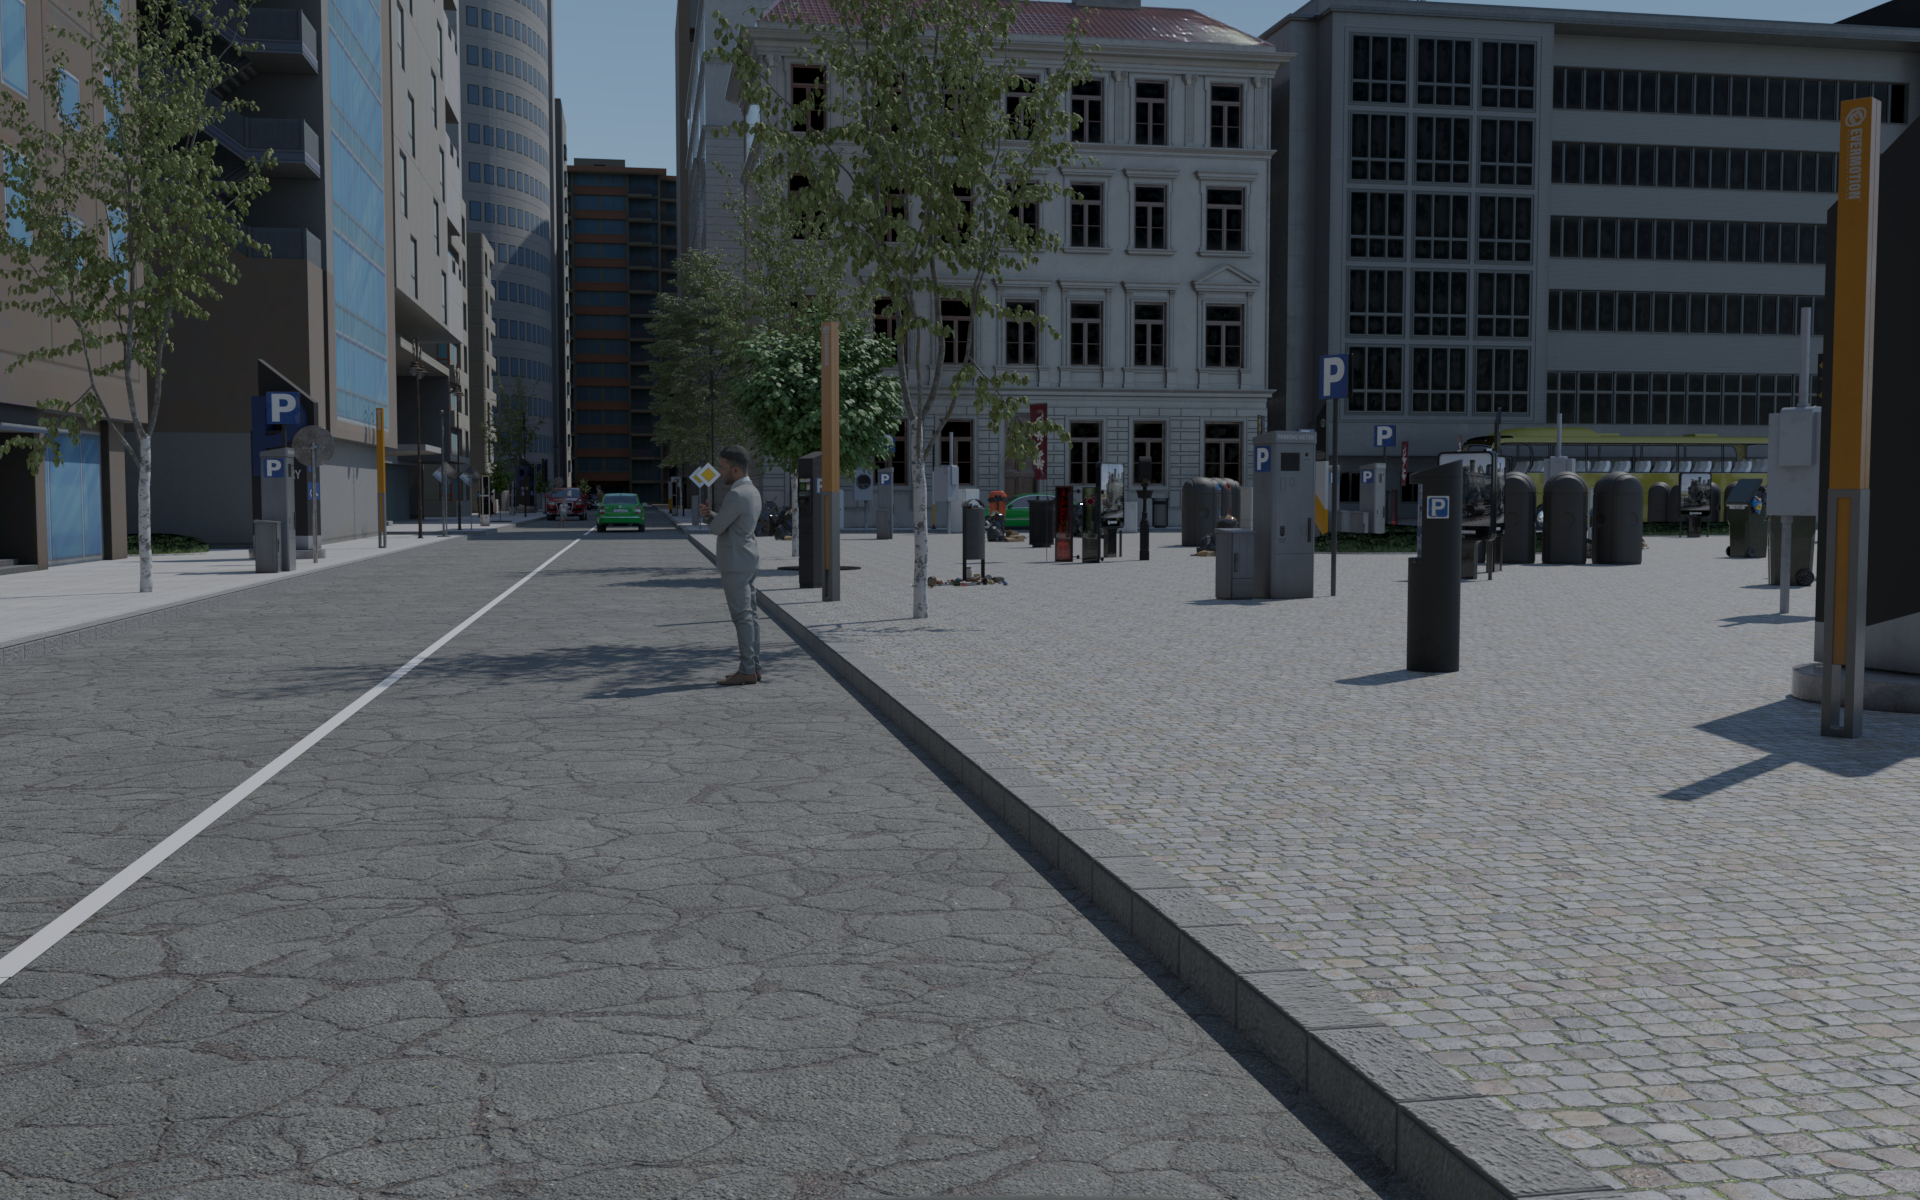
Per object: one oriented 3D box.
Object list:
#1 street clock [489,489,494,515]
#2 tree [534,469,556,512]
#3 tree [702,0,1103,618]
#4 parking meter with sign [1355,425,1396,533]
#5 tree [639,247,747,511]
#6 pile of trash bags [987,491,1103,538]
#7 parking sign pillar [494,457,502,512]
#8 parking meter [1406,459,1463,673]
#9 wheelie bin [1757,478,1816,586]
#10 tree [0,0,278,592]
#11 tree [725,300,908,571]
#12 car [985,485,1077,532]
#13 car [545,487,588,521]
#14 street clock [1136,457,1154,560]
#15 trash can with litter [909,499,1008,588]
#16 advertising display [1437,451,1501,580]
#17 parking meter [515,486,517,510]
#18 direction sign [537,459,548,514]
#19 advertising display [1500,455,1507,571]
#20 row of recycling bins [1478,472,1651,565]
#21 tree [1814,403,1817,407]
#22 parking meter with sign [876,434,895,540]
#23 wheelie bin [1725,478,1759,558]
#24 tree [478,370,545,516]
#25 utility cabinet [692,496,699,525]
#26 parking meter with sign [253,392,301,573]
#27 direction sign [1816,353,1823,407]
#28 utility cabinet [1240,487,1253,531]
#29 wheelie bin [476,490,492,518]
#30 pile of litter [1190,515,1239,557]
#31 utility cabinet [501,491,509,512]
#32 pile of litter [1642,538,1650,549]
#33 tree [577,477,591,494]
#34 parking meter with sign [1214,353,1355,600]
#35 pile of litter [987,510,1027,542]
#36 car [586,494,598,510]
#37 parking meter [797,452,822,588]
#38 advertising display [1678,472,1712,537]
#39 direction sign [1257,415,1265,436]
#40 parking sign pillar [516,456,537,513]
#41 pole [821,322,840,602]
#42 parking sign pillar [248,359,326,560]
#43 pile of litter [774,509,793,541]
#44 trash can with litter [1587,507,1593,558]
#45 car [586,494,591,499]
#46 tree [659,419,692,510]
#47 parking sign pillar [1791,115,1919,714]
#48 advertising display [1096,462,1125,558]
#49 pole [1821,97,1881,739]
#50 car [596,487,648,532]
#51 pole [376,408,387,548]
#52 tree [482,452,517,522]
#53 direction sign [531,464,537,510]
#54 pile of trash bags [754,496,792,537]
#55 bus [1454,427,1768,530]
[{"bbox_3d":[-29.214,-6.321,107.921,0.358,2.002,0.471,-3,5,-41],"label":"street clock"},{"bbox_3d":[-30.035,-7.903,123.821,1.663,3.219,1.824,0,3,0],"label":"tree"},{"bbox_3d":[-0.434,-4.103,17.440,4.737,8.622,4.395,0,3,0],"label":"tree"},{"bbox_3d":[10.243,-2.866,43.113,0.543,3.016,1.738,3,4,36],"label":"parking meter with sign"},{"bbox_3d":[-11.419,-9.913,80.210,7.486,12.596,7.792,0,3,0],"label":"tree"},{"bbox_3d":[2.523,-2.552,51.476,3.447,1.369,1.912,0,3,0],"label":"pile of trash bags"},{"bbox_3d":[-34.070,-8.421,126.162,1.447,3.967,1.447,-3,5,-42],"label":"parking sign pillar"},{"bbox_3d":[3.443,-0.254,12.567,0.372,1.533,0.369,0,3,0],"label":"parking meter"},{"bbox_3d":[11.686,-1.007,24.376,0.693,1.594,0.980,1,4,20],"label":"wheelie bin"},{"bbox_3d":[-10.794,-4.416,22.567,4.737,8.622,4.395,0,3,0],"label":"tree"},{"bbox_3d":[-2.373,-2.805,29.567,4.285,4.588,4.351,0,3,0],"label":"tree"},{"bbox_3d":[2.285,-3.139,60.124,4.718,1.807,1.959,-1,4,-9],"label":"car"},{"bbox_3d":[-21.539,-5.276,94.942,2.281,1.827,5.304,-1,4,-10],"label":"car"},{"bbox_3d":[3.573,-1.770,33.511,0.358,2.002,0.471,0,4,3],"label":"street clock"},{"bbox_3d":[-0.101,-0.828,24.591,1.678,1.210,2.233,2,4,32],"label":"trash can with litter"},{"bbox_3d":[7.623,-1.277,26.090,0.123,1.923,0.974,-3,5,-41],"label":"advertising display"},{"bbox_3d":[-32.886,-7.460,127.677,0.255,1.863,0.399,0,4,6],"label":"parking meter"},{"bbox_3d":[-26.634,-7.288,111.157,0.379,3.537,0.876,1,4,9],"label":"direction sign"},{"bbox_3d":[8.786,-1.421,28.442,0.123,1.923,0.974,2,4,30],"label":"advertising display"},{"bbox_3d":[10.740,-1.523,32.019,3.534,1.692,1.069,1,4,14],"label":"row of recycling bins"},{"bbox_3d":[24.647,-3.868,46.954,4.285,4.588,4.351,0,3,0],"label":"tree"},{"bbox_3d":[-2.151,-3.253,49.451,0.543,3.016,1.738,0,4,0],"label":"parking meter with sign"},{"bbox_3d":[15.977,-1.662,35.089,0.693,1.594,0.980,-1,4,-18],"label":"wheelie bin"},{"bbox_3d":[-26.783,-9.361,103.416,4.737,8.622,4.395,0,3,0],"label":"tree"},{"bbox_3d":[-10.975,-3.707,71.771,0.306,1.237,1.020,-1,4,-9],"label":"utility cabinet"},{"bbox_3d":[-11.368,-1.990,28.790,0.543,3.016,1.738,-1,4,-11],"label":"parking meter with sign"},{"bbox_3d":[14.056,-2.180,27.642,0.379,3.537,0.876,-2,4,-30],"label":"direction sign"},{"bbox_3d":[8.880,-2.784,54.201,0.318,1.500,1.173,-2,4,-26],"label":"utility cabinet"},{"bbox_3d":[-25.852,-5.265,93.985,0.693,1.594,0.980,0,4,3],"label":"wheelie bin"},{"bbox_3d":[5.631,-1.339,35.854,1.719,0.858,1.176,0,4,8],"label":"pile of litter"},{"bbox_3d":[-32.251,-7.034,123.685,0.318,1.500,1.173,1,4,21],"label":"utility cabinet"},{"bbox_3d":[15.441,-1.604,40.190,1.719,0.858,1.176,-2,4,-29],"label":"pile of litter"},{"bbox_3d":[-43.609,-12.629,201.091,1.663,3.219,1.824,0,3,0],"label":"tree"},{"bbox_3d":[3.968,-1.533,21.334,1.738,3.016,0.543,-2,4,-28],"label":"parking meter with sign"},{"bbox_3d":[1.273,-2.015,46.912,1.176,0.858,1.719,2,4,24],"label":"pile of litter"},{"bbox_3d":[-32.383,-8.840,154.327,2.009,1.686,4.222,-1,4,-9],"label":"car"},{"bbox_3d":[-2.010,-1.097,23.653,0.255,1.863,0.399,2,4,33],"label":"parking meter"},{"bbox_3d":[21.826,-2.829,51.461,0.974,1.923,0.123,0,4,-5],"label":"advertising display"},{"bbox_3d":[8.644,-3.536,49.809,0.379,3.537,0.876,1,4,22],"label":"direction sign"},{"bbox_3d":[-29.440,-7.877,117.264,1.447,3.967,1.447,2,4,34],"label":"parking sign pillar"},{"bbox_3d":[-1.543,-1.639,20.647,0.158,3.312,0.155,0,3,0],"label":"pole"},{"bbox_3d":[-13.406,-2.810,34.413,1.447,3.967,1.447,1,4,16],"label":"parking sign pillar"},{"bbox_3d":[-4.486,-2.112,48.497,1.719,0.858,1.176,-3,4,-37],"label":"pile of litter"},{"bbox_3d":[12.866,-1.432,34.808,1.055,1.170,0.624,-3,5,-40],"label":"trash can with litter"},{"bbox_3d":[-35.113,-9.504,167.186,2.131,1.459,4.920,-1,4,-10],"label":"car"},{"bbox_3d":[-22.579,-11.659,140.982,4.360,8.622,3.978,0,3,0],"label":"tree"},{"bbox_3d":[5.946,-1.354,10.602,1.447,3.967,1.447,-1,4,-19],"label":"parking sign pillar"},{"bbox_3d":[3.033,-1.820,34.971,0.123,1.923,0.974,2,4,35],"label":"advertising display"},{"bbox_3d":[4.671,-0.932,9.079,0.158,3.312,0.155,0,3,0],"label":"pole"},{"bbox_3d":[-12.969,-3.520,66.354,1.959,1.807,4.718,-1,4,-10],"label":"car"},{"bbox_3d":[-13.709,-2.885,41.021,0.158,3.312,0.155,0,3,0],"label":"pole"},{"bbox_3d":[-21.311,-5.204,79.690,1.663,3.219,1.824,0,3,0],"label":"tree"},{"bbox_3d":[-31.818,-8.435,129.909,0.876,3.537,0.379,-1,4,-22],"label":"direction sign"},{"bbox_3d":[-5.395,-2.658,53.211,3.447,1.369,1.912,-2,4,-31],"label":"pile of trash bags"},{"bbox_3d":[24.416,-4.480,64.795,12.252,3.916,2.896,-1,4,-9],"label":"bus"}]
